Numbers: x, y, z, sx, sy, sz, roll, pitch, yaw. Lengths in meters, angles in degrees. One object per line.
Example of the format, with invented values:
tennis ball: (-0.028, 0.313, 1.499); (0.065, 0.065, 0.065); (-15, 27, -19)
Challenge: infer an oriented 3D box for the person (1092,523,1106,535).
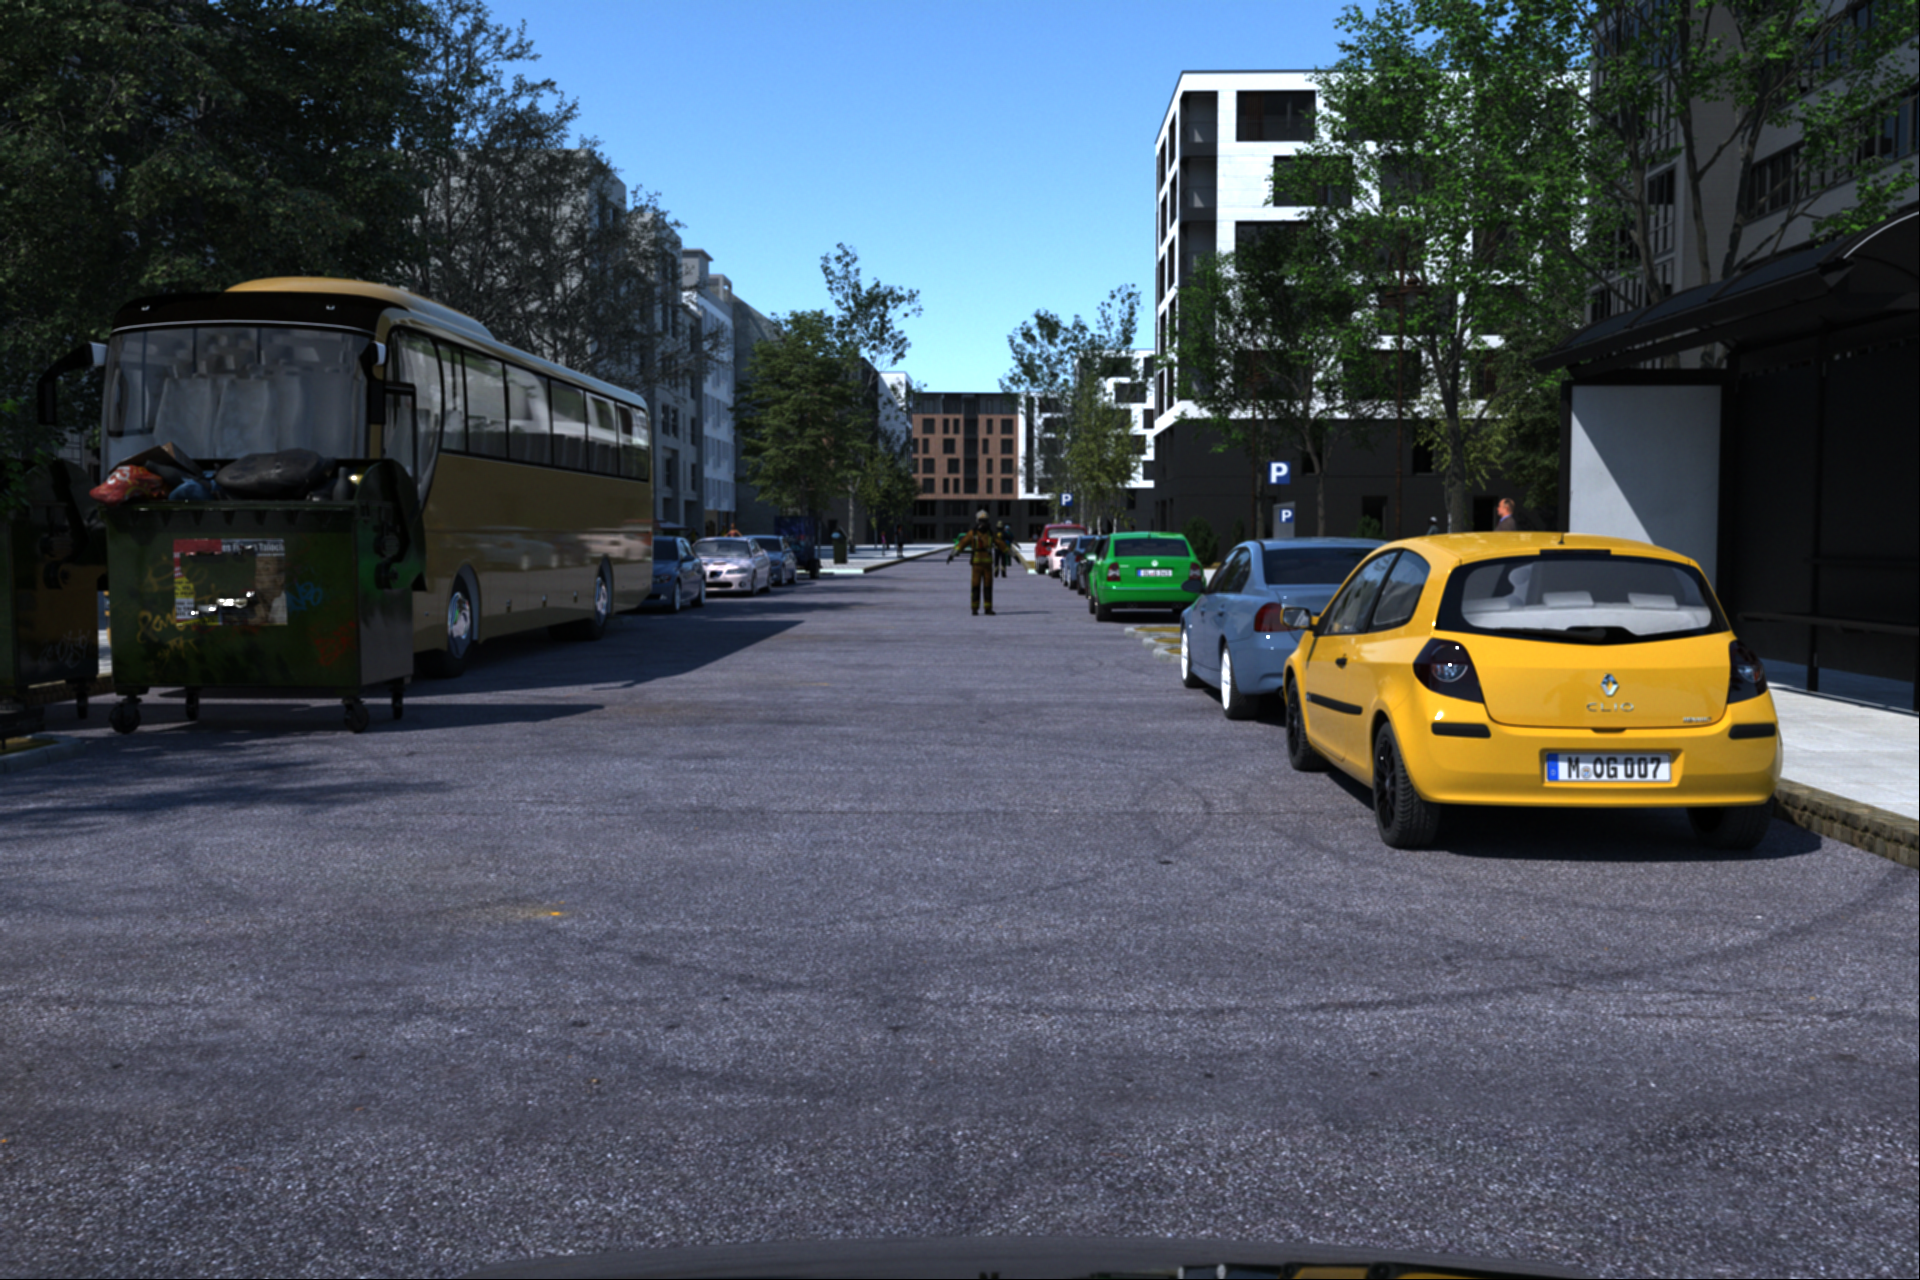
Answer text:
person: (6.910, -4.867, 85.508); (1.347, 1.837, 0.705); (-2, 4, -24)

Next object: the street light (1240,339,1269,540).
street light: (6.972, -4.180, 41.131); (0.468, 5.910, 1.993); (0, 4, 1)

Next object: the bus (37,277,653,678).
bus: (-6.092, -1.769, 20.463); (2.896, 3.916, 12.252); (0, 4, 1)

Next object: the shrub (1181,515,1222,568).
shrub: (9.022, -3.727, 65.364); (1.690, 2.028, 1.600); (0, 3, 0)

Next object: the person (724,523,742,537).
person: (-9.319, -3.922, 70.924); (1.217, 1.733, 0.721); (2, 4, 26)

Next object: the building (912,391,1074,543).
building: (5.209, -25.243, 259.154); (32.646, 21.610, 27.936); (0, 4, -5)

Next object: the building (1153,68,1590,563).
building: (24.183, -15.210, 92.665); (27.936, 21.610, 32.646); (0, 4, 2)

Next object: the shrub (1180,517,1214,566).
shrub: (9.365, -3.944, 68.908); (1.690, 2.028, 1.600); (0, 3, 0)

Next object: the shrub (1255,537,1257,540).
shrub: (12.030, -3.625, 70.380); (1.383, 1.207, 1.383); (0, 3, 0)

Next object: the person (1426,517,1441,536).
person: (15.970, -3.225, 58.574); (0.704, 1.849, 1.345); (3, 5, 45)

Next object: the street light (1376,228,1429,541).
street light: (6.676, -3.273, 26.297); (0.468, 5.910, 1.993); (0, 4, 1)

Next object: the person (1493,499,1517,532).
person: (7.321, -1.031, 23.450); (0.434, 1.755, 0.990); (1, 4, 22)

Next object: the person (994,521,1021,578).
person: (1.328, -2.989, 57.109); (1.354, 1.856, 0.705); (0, 4, 8)

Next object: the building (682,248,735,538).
building: (-22.037, -15.888, 116.185); (16.016, 20.090, 11.380); (0, 4, 1)

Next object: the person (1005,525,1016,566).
person: (2.082, -4.188, 77.055); (0.704, 1.817, 1.347); (3, 5, 45)

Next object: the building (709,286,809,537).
building: (-22.529, -18.846, 139.056); (19.493, 23.208, 18.063); (0, 4, 1)

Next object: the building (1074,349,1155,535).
building: (27.499, -22.233, 207.487); (27.936, 21.610, 32.646); (0, 4, 2)

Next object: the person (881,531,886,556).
person: (-4.399, -5.628, 101.283); (0.599, 1.433, 0.991); (0, 4, -5)

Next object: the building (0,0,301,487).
building: (-29.688, -13.348, 54.394); (11.583, 22.565, 21.152); (0, 4, 1)

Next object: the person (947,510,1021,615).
person: (0.400, -1.370, 30.627); (1.354, 1.858, 0.705); (-1, 4, -16)

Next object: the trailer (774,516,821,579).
trailer: (-5.282, -2.913, 54.670); (1.471, 1.999, 3.904); (0, 4, 2)

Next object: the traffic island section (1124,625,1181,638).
traffic island section: (3.341, -0.101, 24.521); (1.991, 0.108, 1.994); (0, 4, 2)

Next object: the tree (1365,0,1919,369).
tree: (8.799, -5.806, 20.690); (9.928, 11.665, 9.643); (0, 3, 0)

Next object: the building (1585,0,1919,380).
building: (29.868, -14.144, 50.321); (14.314, 24.678, 30.058); (0, 4, 2)

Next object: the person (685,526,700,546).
person: (-15.730, -5.838, 101.916); (1.216, 1.772, 0.721); (2, 4, 33)

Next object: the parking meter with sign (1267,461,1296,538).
parking meter with sign: (7.619, -2.725, 40.814); (0.543, 3.016, 1.738); (0, 4, 2)

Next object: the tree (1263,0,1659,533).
tree: (9.666, -6.603, 33.713); (9.928, 11.665, 9.643); (0, 3, 0)

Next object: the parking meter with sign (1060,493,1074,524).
parking meter with sign: (4.529, -4.692, 72.976); (0.543, 3.016, 1.738); (0, 4, 0)

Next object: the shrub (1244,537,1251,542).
shrub: (10.953, -3.333, 65.617); (1.383, 1.207, 1.383); (0, 3, 0)

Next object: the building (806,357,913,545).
building: (-20.866, -22.776, 216.365); (27.936, 21.610, 32.646); (0, 4, 2)

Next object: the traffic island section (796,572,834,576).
traffic island section: (-5.451, -2.311, 60.654); (1.991, 0.108, 1.994); (0, 4, 1)

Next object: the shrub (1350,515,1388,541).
shrub: (16.133, -3.947, 68.579); (1.661, 2.075, 1.752); (0, 3, 0)

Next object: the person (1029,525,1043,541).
person: (4.478, -5.568, 97.217); (1.347, 1.806, 0.705); (-3, 4, -36)

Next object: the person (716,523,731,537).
person: (-11.836, -4.940, 86.738); (1.349, 1.833, 0.705); (3, 5, 41)

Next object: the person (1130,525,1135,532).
person: (8.893, -5.104, 90.164); (0.721, 1.740, 1.216); (3, 5, 44)

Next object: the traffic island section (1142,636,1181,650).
traffic island section: (3.336, 0.055, 21.968); (1.991, 0.108, 1.994); (0, 4, 2)

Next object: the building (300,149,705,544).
building: (-25.137, -14.021, 95.697); (16.747, 18.905, 31.486); (0, 4, 1)

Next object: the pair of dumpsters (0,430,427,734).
pair of dumpsters: (-6.370, -0.484, 12.858); (4.436, 2.255, 1.574); (0, 4, 2)

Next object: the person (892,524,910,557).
person: (-3.298, -5.493, 95.956); (0.704, 1.843, 1.345); (3, 5, 43)

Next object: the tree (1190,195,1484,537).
tree: (9.997, -6.882, 46.938); (8.767, 10.594, 7.601); (2, 4, 25)
